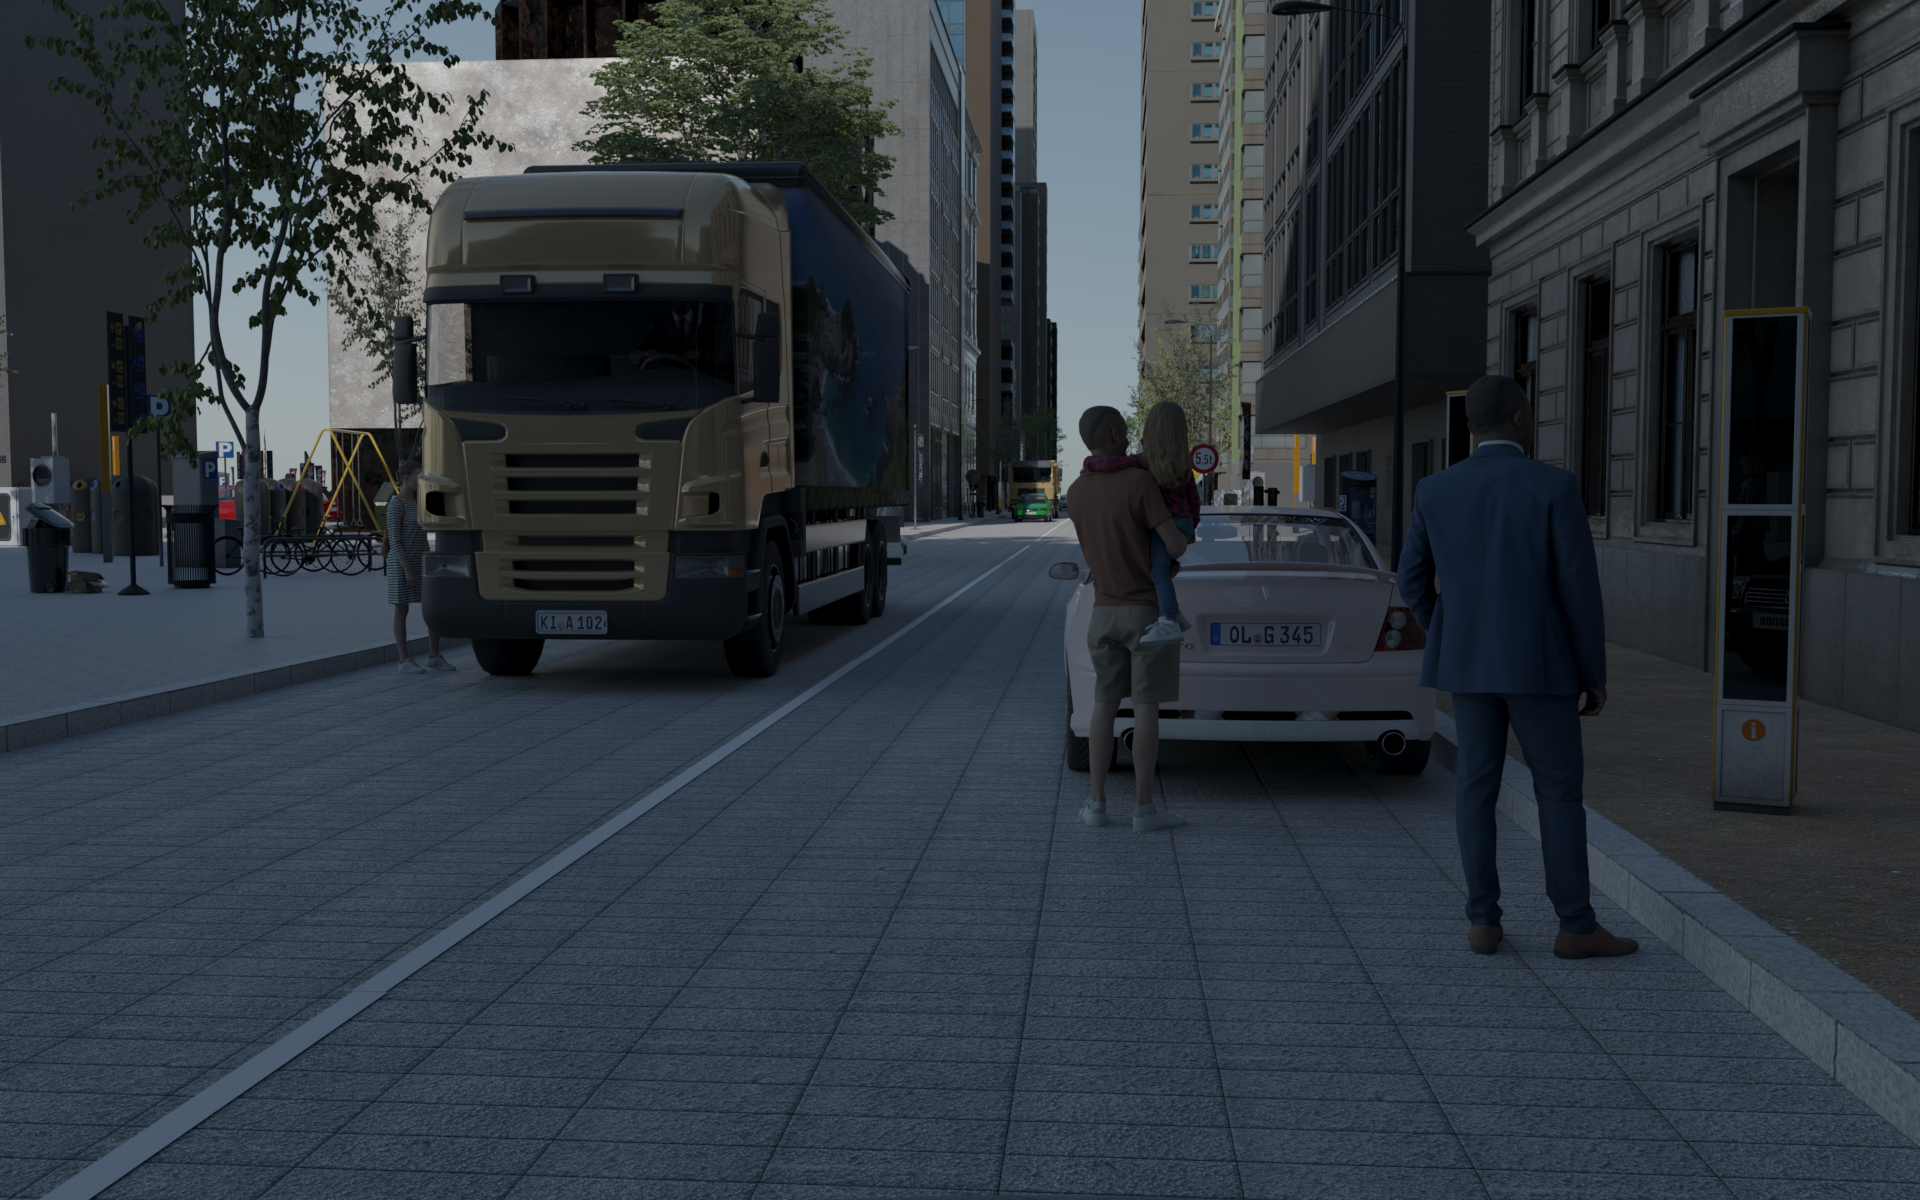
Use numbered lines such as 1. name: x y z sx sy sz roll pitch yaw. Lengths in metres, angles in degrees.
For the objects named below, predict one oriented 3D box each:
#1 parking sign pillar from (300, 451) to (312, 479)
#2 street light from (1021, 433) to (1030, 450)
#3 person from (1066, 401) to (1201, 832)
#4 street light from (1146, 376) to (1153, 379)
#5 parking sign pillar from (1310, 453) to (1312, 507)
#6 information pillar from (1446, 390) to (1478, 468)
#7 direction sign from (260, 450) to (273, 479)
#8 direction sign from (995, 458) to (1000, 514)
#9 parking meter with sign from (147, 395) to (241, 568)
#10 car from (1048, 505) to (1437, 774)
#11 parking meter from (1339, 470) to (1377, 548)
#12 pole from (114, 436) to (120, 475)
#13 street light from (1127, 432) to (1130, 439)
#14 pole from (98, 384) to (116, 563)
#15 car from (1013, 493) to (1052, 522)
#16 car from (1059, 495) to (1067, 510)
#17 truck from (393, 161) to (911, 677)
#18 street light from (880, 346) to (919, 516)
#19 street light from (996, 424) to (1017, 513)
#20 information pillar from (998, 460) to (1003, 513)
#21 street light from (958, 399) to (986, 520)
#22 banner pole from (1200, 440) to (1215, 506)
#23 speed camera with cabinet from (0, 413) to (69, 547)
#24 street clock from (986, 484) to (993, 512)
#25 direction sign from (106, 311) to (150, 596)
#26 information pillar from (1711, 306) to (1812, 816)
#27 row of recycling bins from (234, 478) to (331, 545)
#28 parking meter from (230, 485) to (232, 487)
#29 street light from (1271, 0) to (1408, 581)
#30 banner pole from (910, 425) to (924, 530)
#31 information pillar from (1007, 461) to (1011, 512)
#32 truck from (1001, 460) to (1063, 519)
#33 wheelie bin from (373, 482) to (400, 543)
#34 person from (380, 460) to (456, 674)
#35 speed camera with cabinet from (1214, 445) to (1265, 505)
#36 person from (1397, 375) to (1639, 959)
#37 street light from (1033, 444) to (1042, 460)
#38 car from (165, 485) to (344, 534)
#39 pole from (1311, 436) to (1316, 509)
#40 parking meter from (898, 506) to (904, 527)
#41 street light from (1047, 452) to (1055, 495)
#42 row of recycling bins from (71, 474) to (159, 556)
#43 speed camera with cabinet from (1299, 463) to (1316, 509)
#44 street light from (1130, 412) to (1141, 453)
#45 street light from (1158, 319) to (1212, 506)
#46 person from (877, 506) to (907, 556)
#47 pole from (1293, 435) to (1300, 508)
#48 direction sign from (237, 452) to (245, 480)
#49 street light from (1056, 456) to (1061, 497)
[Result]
1. parking sign pillar: -40.606 -7.289 107.649 1.447 3.967 1.447 -3 4 -36
2. street light: 4.467 -9.710 131.305 1.470 5.913 1.316 0 4 5
3. person: 0.767 0.061 7.470 0.580 1.828 0.573 0 4 -7
4. street light: 8.029 -5.865 68.435 1.470 5.913 1.316 0 4 5
5. parking sign pillar: 16.625 -5.529 78.878 1.447 3.967 1.447 3 4 38
6. information pillar: 3.689 -0.485 12.420 0.304 2.012 0.304 -2 4 -23
7. direction sign: -36.075 -5.993 89.989 0.876 3.537 0.379 1 4 11
8. direction sign: 2.380 -7.165 109.137 0.379 3.537 0.876 1 4 17
9. parking meter with sign: -13.376 -2.081 30.289 1.738 3.016 0.543 1 4 22
10. car: 1.556 0.127 10.285 2.083 1.381 4.827 0 4 4
11. parking meter: 4.087 -0.575 17.811 0.372 1.533 0.369 0 3 0
12. pole: -29.698 -4.107 60.998 0.158 3.312 0.155 0 3 0
13. street light: 13.070 -9.566 128.947 1.470 5.913 1.316 0 4 5
14. pole: -15.941 -2.354 32.329 0.158 3.312 0.155 0 3 0
15. car: 3.763 -4.899 88.895 1.959 1.807 4.718 0 4 6
16. car: 9.621 -8.651 153.810 2.083 1.381 4.827 0 4 6
17. truck: -2.325 -1.719 17.012 2.839 4.237 11.283 0 4 5
18. street light: -1.972 -5.023 54.668 1.470 5.913 1.316 0 4 5
19. street light: 3.030 -8.658 114.094 1.470 5.913 1.316 0 4 5
20. information pillar: 2.774 -7.893 120.401 0.183 3.616 0.504 -2 4 -35
21. street light: 0.567 -6.843 84.423 1.470 5.913 1.316 0 4 5
22. banner pole: 11.473 -5.507 80.061 0.863 3.779 0.401 0 4 7
23. speed camera with cabinet: -22.861 -2.941 42.417 2.038 3.252 0.660 1 4 14
24. street clock: 2.122 -7.250 123.113 0.471 2.002 0.358 0 4 6
25. direction sign: -10.522 -1.832 21.949 0.379 3.537 0.876 0 4 2
26. information pillar: 3.248 -0.155 7.021 0.304 2.012 0.304 2 4 29
27. row of recycling bins: -17.654 -2.310 44.878 1.069 1.692 3.534 0 4 8
28. parking meter: -48.442 -6.672 114.798 0.399 1.863 0.255 1 4 22
29. street light: 3.627 -2.684 16.424 1.470 5.913 1.316 0 4 5
30. banner pole: -1.505 -4.451 62.787 0.401 3.779 0.863 2 4 28
31. information pillar: 3.429 -7.953 121.387 0.183 3.616 0.504 2 4 26
32. truck: 4.400 -6.458 101.514 3.469 3.379 9.791 0 4 5
33. wheelie bin: -14.931 -2.295 45.429 0.980 1.594 0.693 3 4 37
34. person: -4.394 -0.267 13.870 0.522 1.701 0.512 1 4 13
35. speed camera with cabinet: 11.269 -4.617 69.827 2.038 3.252 0.660 -1 4 -21
36. person: 1.730 0.201 5.404 0.721 1.800 0.419 2 4 29
37. street light: 6.973 -11.532 161.081 1.470 5.913 1.316 0 4 5
38. car: -21.743 -2.731 53.320 5.304 1.827 2.281 0 4 4
39. pole: 12.530 -4.123 61.255 0.158 3.312 0.155 0 3 0
40. parking meter: -2.335 -3.561 66.640 0.372 1.533 0.369 0 3 0
41. street light: 9.418 -13.358 190.937 1.470 5.913 1.316 0 4 5
42. row of recycling bins: -18.061 -1.832 37.058 1.069 1.692 3.534 -3 5 -43
43. speed camera with cabinet: 11.347 -3.667 54.291 0.660 3.252 2.038 3 4 38
44. street light: 10.547 -7.707 98.543 1.470 5.913 1.316 0 4 5
45. street light: 6.114 -4.499 46.093 1.470 5.913 1.316 0 4 5
46. person: -1.557 -1.914 39.675 0.818 1.842 0.514 3 5 42
47. pole: 11.019 -3.846 56.728 0.158 3.312 0.155 0 3 0
48. direction sign: -38.273 -6.131 92.244 0.876 3.537 0.379 3 5 42
49. street light: 11.387 -14.757 213.812 1.470 5.913 1.316 0 4 5
